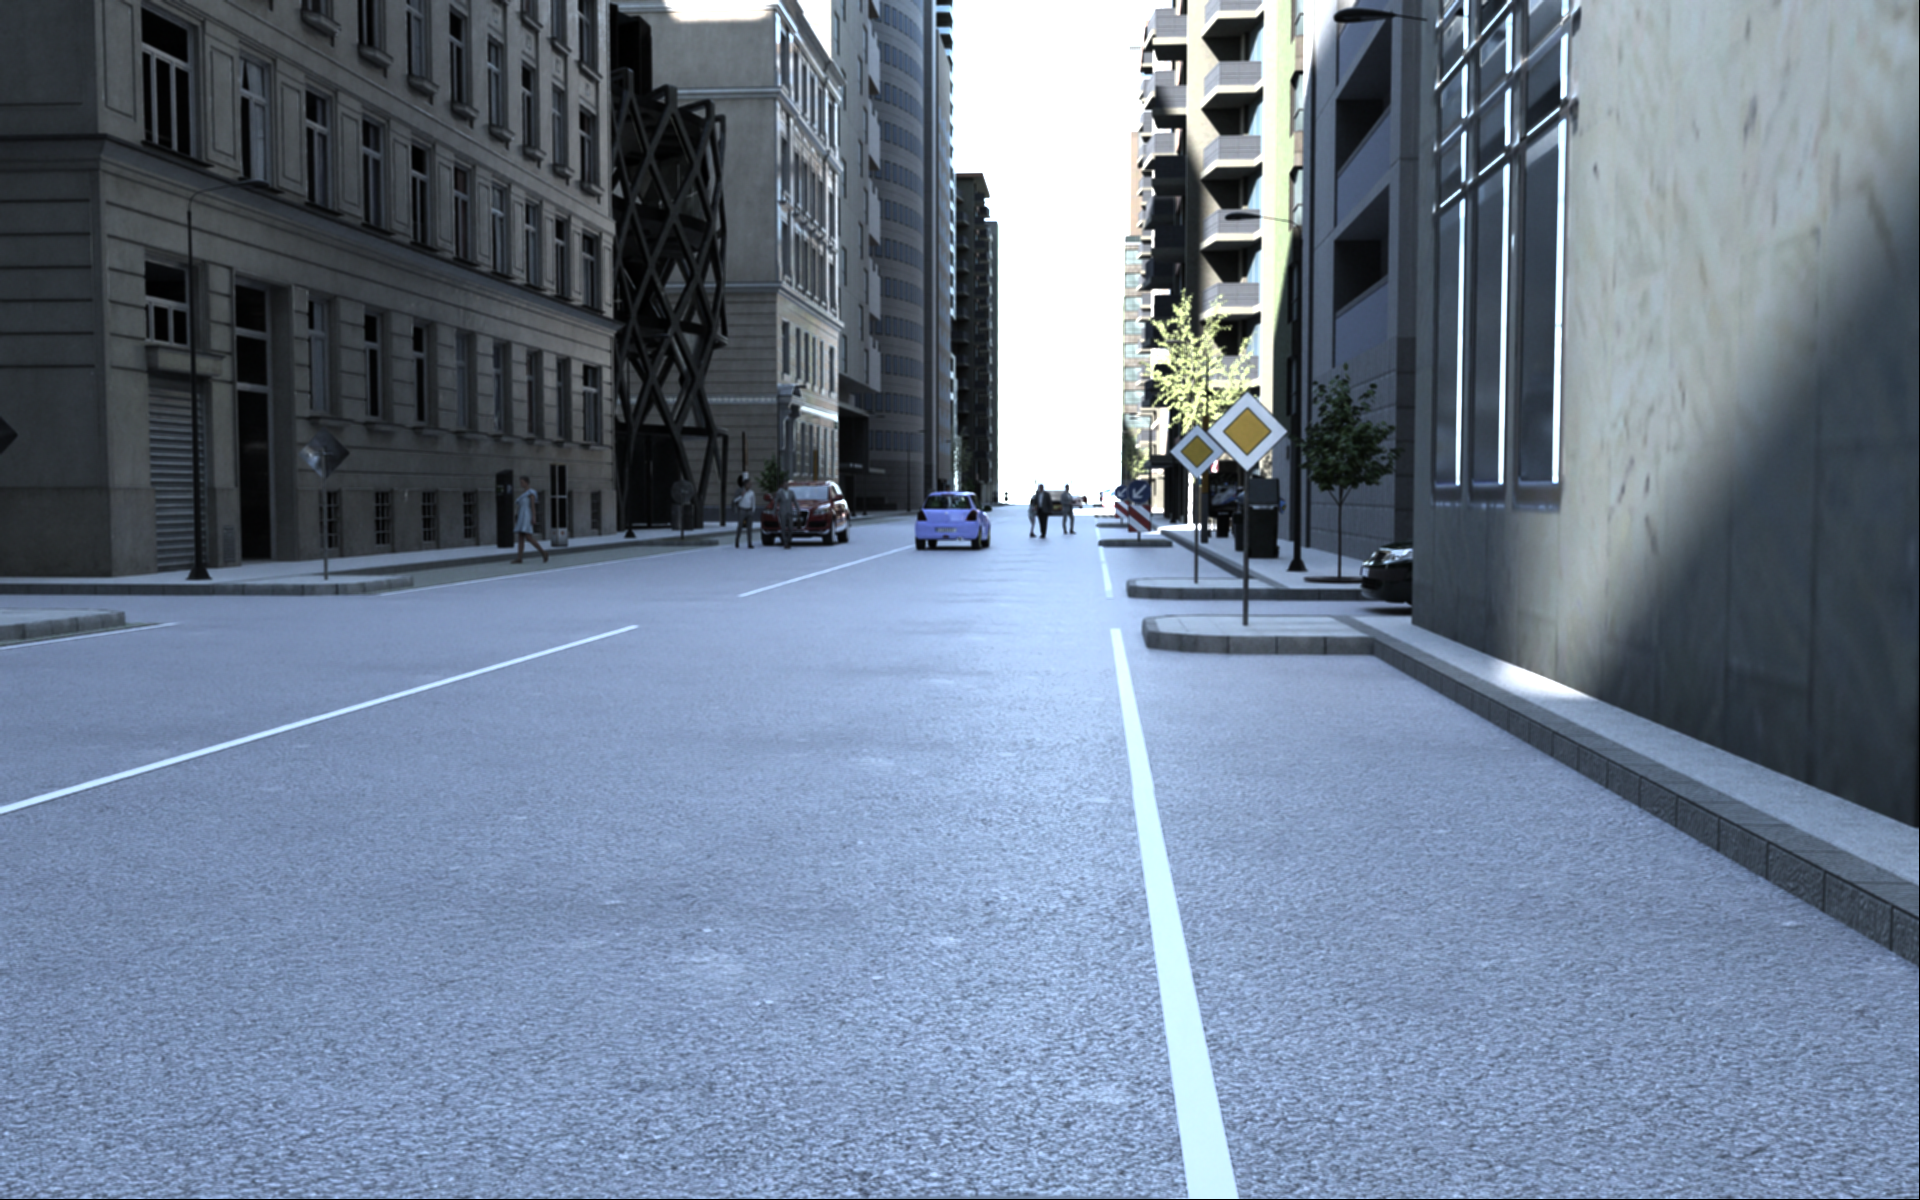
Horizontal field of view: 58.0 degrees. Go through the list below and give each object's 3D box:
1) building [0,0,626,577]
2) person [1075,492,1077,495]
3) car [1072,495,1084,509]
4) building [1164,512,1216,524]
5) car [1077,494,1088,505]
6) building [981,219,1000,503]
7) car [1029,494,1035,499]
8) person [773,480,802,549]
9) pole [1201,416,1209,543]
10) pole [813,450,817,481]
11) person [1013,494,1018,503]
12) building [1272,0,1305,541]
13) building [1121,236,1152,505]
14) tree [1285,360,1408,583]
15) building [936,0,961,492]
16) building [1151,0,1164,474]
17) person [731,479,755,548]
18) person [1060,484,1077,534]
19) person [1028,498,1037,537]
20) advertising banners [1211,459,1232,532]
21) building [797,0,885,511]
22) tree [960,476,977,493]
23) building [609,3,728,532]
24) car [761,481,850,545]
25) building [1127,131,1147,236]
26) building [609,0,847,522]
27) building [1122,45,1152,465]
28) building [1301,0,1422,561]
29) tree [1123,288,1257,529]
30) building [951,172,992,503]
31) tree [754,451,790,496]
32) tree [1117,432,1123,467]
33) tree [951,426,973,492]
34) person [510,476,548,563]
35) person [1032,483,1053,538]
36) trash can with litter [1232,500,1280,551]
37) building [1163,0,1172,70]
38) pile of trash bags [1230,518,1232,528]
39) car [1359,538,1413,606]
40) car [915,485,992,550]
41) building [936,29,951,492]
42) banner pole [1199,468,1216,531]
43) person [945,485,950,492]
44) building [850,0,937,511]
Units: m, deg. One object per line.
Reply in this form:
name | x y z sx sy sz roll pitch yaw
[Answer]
building | -19.204 -12.683 40.646 16.112 22.955 30.059 0 4 4
person | 16.631 -14.468 245.855 0.445 1.727 0.742 3 5 42
car | 11.008 -9.556 168.609 2.083 1.381 4.827 0 4 5
building | 19.925 -26.095 81.270 22.147 44.769 28.867 0 4 4
car | 16.719 -14.066 239.021 2.155 1.783 4.494 0 4 2
building | -1.626 -34.769 252.059 14.154 41.232 14.086 0 4 4
car | 9.636 -12.631 215.561 2.155 1.783 4.494 0 4 4
person | -4.532 -2.249 45.384 0.709 1.813 0.853 -2 4 -27
pole | 6.403 -3.146 45.278 0.158 3.312 0.155 0 3 0
pole | -6.729 -5.306 80.603 0.158 3.312 0.155 0 3 0
person | 7.814 -14.531 249.307 0.991 1.433 0.599 -1 4 -10
building | 16.472 -17.171 52.450 14.160 30.474 14.107 0 4 4
building | 25.321 -25.858 194.473 14.160 30.474 14.107 0 4 4
tree | 5.544 -1.869 25.152 1.663 3.219 1.824 0 3 0
building | -10.604 -54.221 199.182 22.319 86.520 31.000 0 4 4
building | 28.447 -33.125 130.840 28.713 52.752 27.495 0 4 4
person | -5.749 -2.288 46.005 0.679 1.850 0.850 -2 4 -33
person | 3.945 -3.294 62.554 0.583 1.804 0.606 3 5 42
person | 2.441 -2.759 57.883 0.394 1.301 0.425 -3 5 -40
advertising banners | 9.052 -3.832 58.838 0.090 3.025 2.074 -1 4 -23
building | -19.947 -32.191 115.560 28.713 52.752 27.495 0 4 4
tree | 0.986 -12.009 190.953 1.663 3.219 1.824 0 3 0
building | -17.519 -12.083 65.007 16.820 18.784 16.811 0 4 4
car | -4.421 -2.530 50.036 2.281 1.827 5.304 0 4 3
building | 27.160 -34.151 208.483 14.600 45.320 14.200 0 4 4
building | -13.776 -18.537 88.989 13.634 28.700 20.117 0 4 4
building | 32.141 -42.014 228.931 21.231 58.520 28.212 0 4 4
building | 21.788 -29.941 31.539 28.212 58.520 21.231 0 4 4
tree | 8.645 -6.886 62.956 4.737 8.622 4.395 0 3 0
building | -7.297 -35.219 230.457 22.147 44.769 28.867 0 4 4
tree | -8.491 -5.095 77.912 1.663 3.219 1.824 0 3 0
tree | 18.408 -14.243 183.230 4.737 8.622 4.395 0 3 0
tree | -0.443 -13.915 177.865 4.360 8.622 3.978 0 3 0
person | -8.938 -1.663 35.784 0.778 1.811 0.616 -2 4 -29
person | 2.676 -2.916 56.568 0.661 1.777 0.834 1 4 12
trash can with litter | 6.632 -1.675 38.768 1.055 1.170 0.624 2 4 27
building | 20.183 -28.178 110.823 14.600 45.320 14.200 0 4 4
pile of trash bags | 11.182 -3.448 66.127 1.912 1.369 3.447 -1 4 -12
car | 7.005 -0.683 20.959 4.222 1.686 2.009 0 4 4
car | -0.156 -2.220 45.896 1.945 1.707 3.694 0 4 6
building | -8.335 -31.525 165.542 14.600 45.320 14.200 0 4 4
banner pole | 8.610 -4.289 60.143 0.863 3.779 0.401 0 4 -5
person | -0.451 -3.385 64.186 0.721 1.781 0.623 3 5 42
building | -13.662 -36.810 143.842 21.231 58.520 28.212 0 4 4
